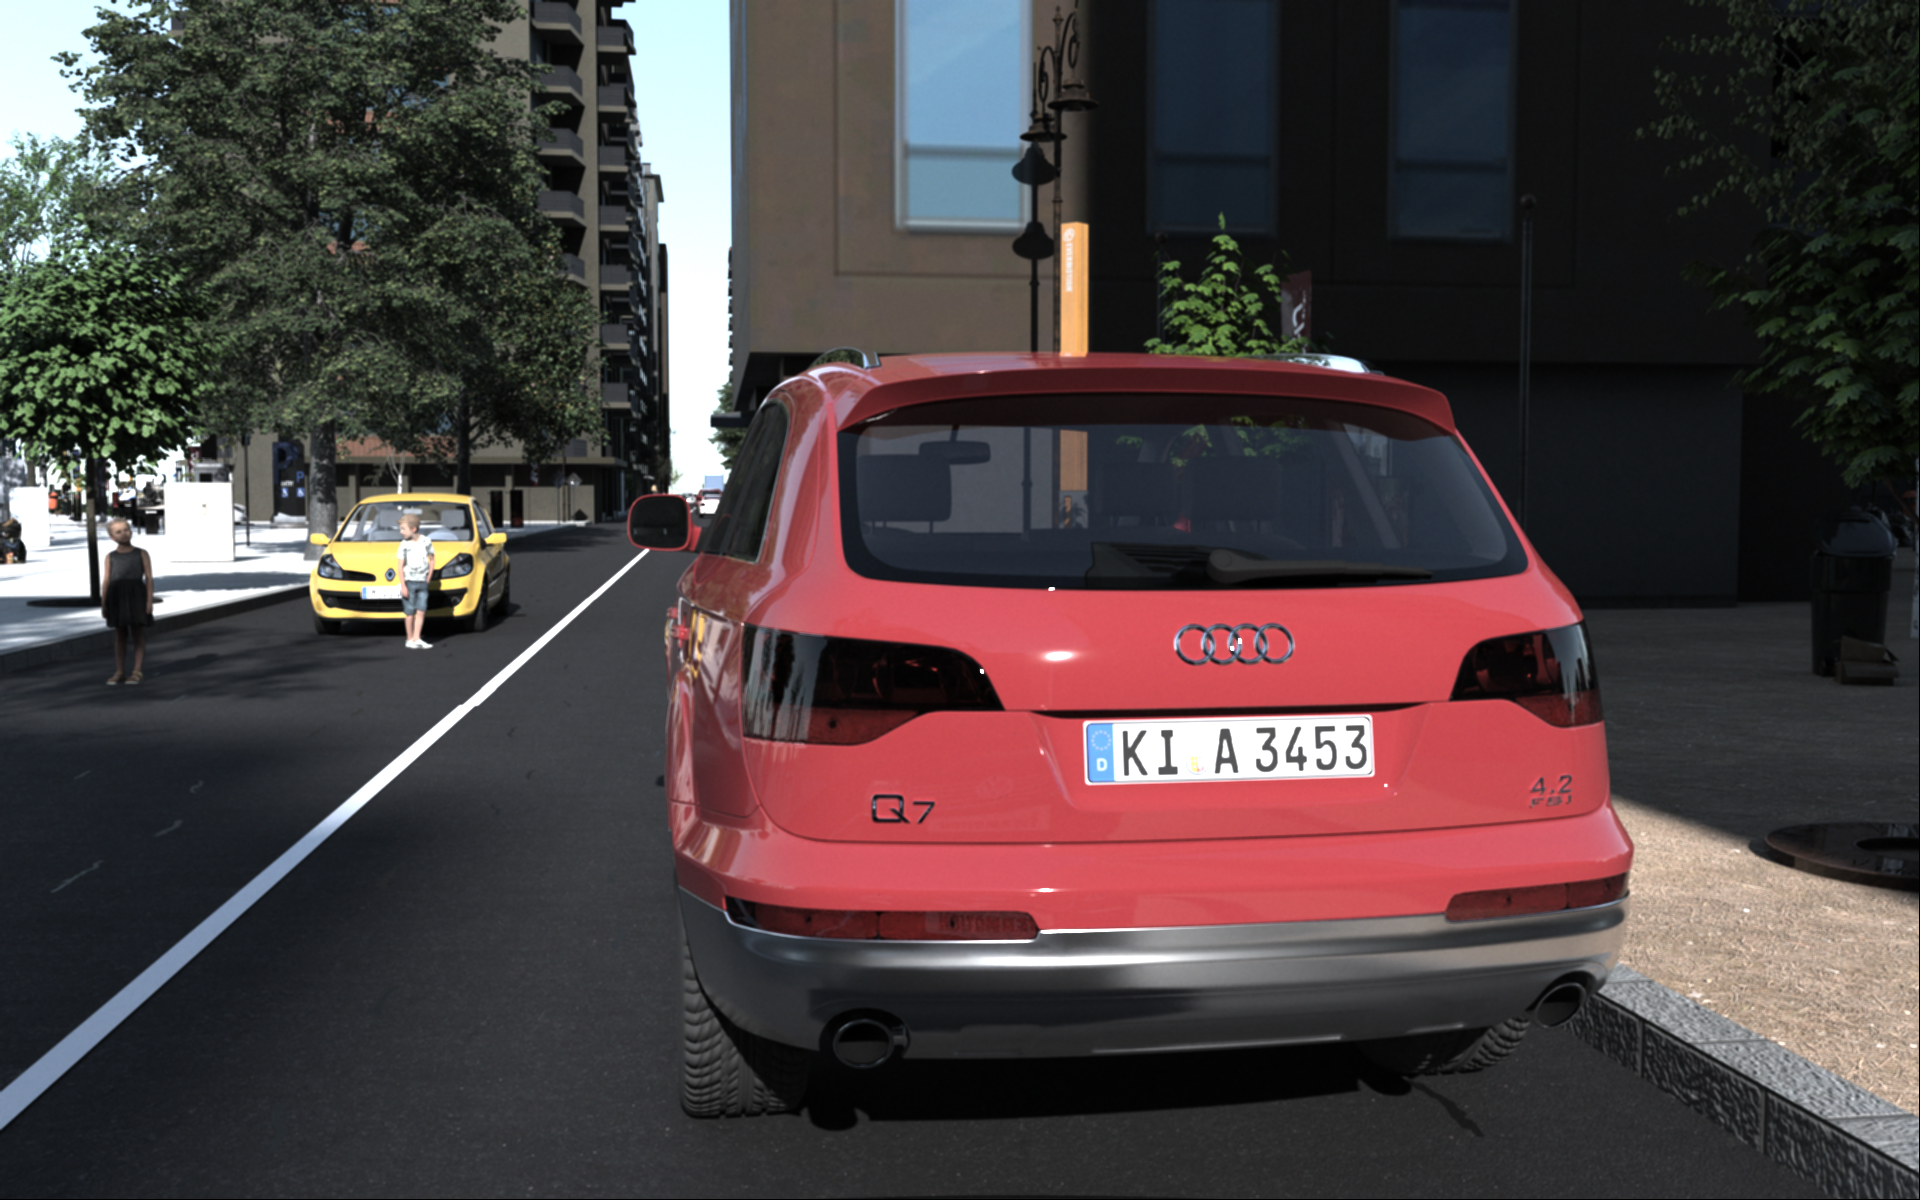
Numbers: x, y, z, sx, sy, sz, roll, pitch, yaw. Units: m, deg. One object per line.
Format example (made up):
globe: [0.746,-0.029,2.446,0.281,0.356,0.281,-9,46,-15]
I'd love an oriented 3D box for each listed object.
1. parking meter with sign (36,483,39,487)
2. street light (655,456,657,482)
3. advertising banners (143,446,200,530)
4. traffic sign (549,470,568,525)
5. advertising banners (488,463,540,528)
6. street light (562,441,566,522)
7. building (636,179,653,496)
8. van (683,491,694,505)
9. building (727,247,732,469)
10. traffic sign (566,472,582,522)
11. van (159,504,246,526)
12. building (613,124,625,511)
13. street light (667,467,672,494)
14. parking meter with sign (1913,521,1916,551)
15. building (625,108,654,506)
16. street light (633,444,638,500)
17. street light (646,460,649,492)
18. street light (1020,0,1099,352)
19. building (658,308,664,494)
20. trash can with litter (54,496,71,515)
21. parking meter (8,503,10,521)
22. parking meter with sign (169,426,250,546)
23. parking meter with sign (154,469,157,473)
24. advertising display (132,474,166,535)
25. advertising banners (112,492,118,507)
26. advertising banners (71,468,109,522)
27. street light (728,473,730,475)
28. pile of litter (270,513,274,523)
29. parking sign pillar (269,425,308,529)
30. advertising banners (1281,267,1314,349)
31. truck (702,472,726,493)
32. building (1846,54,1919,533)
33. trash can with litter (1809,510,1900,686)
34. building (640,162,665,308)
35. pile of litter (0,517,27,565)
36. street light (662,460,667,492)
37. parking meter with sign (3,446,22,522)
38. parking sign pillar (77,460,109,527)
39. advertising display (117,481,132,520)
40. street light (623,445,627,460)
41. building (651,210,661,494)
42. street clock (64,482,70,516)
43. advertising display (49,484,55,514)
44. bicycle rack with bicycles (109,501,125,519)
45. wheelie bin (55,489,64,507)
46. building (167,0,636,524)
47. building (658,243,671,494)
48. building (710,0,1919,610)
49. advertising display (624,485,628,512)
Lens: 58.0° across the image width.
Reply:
parking meter with sign: [-62.440,-7.386,117.025,0.543,3.016,1.738,1,4,15]
street light: [-36.855,-14.497,209.814,0.468,5.910,1.993,-1,4,-8]
advertising banners: [-28.483,-4.068,62.697,2.074,3.025,0.090,-1,4,-15]
traffic sign: [-16.489,-4.129,71.158,0.795,2.450,0.064,-1,4,-8]
advertising banners: [-17.022,-4.290,66.336,2.074,3.025,0.090,-2,4,-27]
street light: [-18.167,-6.516,79.323,0.468,5.910,1.993,-1,4,-8]
building: [-46.504,-32.641,217.279,14.154,41.232,14.086,-1,4,-8]
van: [-35.754,-13.488,227.542,2.013,2.044,4.112,-1,4,-8]
building: [-28.956,-39.445,299.547,22.147,44.769,28.867,-1,4,-8]
traffic sign: [-17.626,-4.613,79.062,0.795,2.450,0.064,-1,4,-8]
van: [-32.369,-4.062,73.427,4.112,2.044,2.013,-1,4,-9]
building: [-31.682,-21.552,124.075,14.160,30.474,14.107,-1,4,-8]
street light: [-44.865,-17.906,265.552,0.468,5.910,1.993,-1,4,-8]
parking meter with sign: [22.239,-2.590,38.608,1.738,3.016,0.543,0,4,-2]
building: [-46.941,-35.163,194.521,23.786,49.044,30.456,-1,4,-8]
street light: [-29.054,-11.141,154.940,0.468,5.910,1.993,-1,4,-8]
street light: [-32.871,-12.815,182.317,0.468,5.910,1.993,-1,4,-8]
street light: [0.928,-2.677,16.556,0.468,5.910,1.993,-1,4,-8]
building: [-51.416,-29.701,257.311,14.160,30.474,14.107,-1,4,-8]
trash can with litter: [-55.056,-5.800,106.216,1.055,1.170,0.624,0,4,5]
parking meter: [-43.514,-4.494,79.193,0.399,1.863,0.255,-2,4,-30]
parking meter with sign: [-18.297,-2.816,42.304,1.738,3.016,0.543,-1,4,-10]
parking meter with sign: [-55.948,-7.679,121.816,1.738,3.016,0.543,1,4,11]
advertising display: [-25.564,-3.029,54.741,0.974,1.923,0.123,0,4,4]
advertising banners: [-63.782,-8.235,130.836,2.074,3.025,0.090,0,4,-7]
advertising banners: [-40.279,-5.135,80.145,2.074,3.025,0.090,1,4,16]
street light: [-41.602,-20.742,311.910,0.468,5.910,1.993,-1,4,-8]
pile of litter: [-30.009,-3.870,77.244,1.176,0.858,1.719,3,5,44]
parking sign pillar: [-25.018,-4.654,64.559,1.447,3.967,1.447,2,4,31]
advertising banners: [2.864,-1.023,12.913,0.090,3.025,2.074,-1,4,-17]
truck: [-29.464,-13.386,208.614,2.967,4.110,18.799,-1,4,-9]
building: [28.390,-38.295,64.373,20.611,71.187,20.563,-1,4,-8]
trash can with litter: [6.261,-0.035,11.968,0.624,1.170,1.055,1,4,13]
building: [-61.717,-42.012,276.130,28.713,52.752,27.495,-1,4,-8]
pile of litter: [-17.831,-1.102,31.980,1.176,0.858,1.719,-1,4,-11]
street light: [-40.801,-16.201,237.680,0.468,5.910,1.993,-1,4,-8]
parking meter with sign: [-35.056,-4.075,62.895,0.543,3.016,1.738,3,5,39]
parking sign pillar: [-33.502,-4.815,67.197,1.447,3.967,1.447,-1,4,-15]
advertising display: [-41.575,-4.977,86.581,0.974,1.923,0.123,-2,4,-27]
street light: [-26.029,-9.864,134.068,0.468,5.910,1.993,-1,4,-8]
building: [-49.373,-34.145,241.864,14.154,41.232,14.086,-1,4,-8]
street clock: [-52.670,-5.971,102.203,0.358,2.002,0.471,0,4,-7]
advertising display: [-57.950,-6.444,110.574,0.123,1.923,0.974,-1,4,-16]
bicycle rack with bicycles: [-43.839,-4.784,91.597,2.852,0.926,2.925,-1,4,-10]
wheelie bin: [-60.436,-6.596,115.760,0.980,1.594,0.693,-2,4,-31]
building: [-28.707,-26.758,92.111,22.147,44.769,28.867,-1,4,-8]
building: [-57.161,-39.628,298.031,14.600,45.320,14.200,-1,4,-8]
building: [3.718,-22.875,24.119,14.600,45.320,14.200,-1,4,-8]
advertising display: [-24.042,-7.307,124.687,0.123,1.923,0.974,0,4,-4]
